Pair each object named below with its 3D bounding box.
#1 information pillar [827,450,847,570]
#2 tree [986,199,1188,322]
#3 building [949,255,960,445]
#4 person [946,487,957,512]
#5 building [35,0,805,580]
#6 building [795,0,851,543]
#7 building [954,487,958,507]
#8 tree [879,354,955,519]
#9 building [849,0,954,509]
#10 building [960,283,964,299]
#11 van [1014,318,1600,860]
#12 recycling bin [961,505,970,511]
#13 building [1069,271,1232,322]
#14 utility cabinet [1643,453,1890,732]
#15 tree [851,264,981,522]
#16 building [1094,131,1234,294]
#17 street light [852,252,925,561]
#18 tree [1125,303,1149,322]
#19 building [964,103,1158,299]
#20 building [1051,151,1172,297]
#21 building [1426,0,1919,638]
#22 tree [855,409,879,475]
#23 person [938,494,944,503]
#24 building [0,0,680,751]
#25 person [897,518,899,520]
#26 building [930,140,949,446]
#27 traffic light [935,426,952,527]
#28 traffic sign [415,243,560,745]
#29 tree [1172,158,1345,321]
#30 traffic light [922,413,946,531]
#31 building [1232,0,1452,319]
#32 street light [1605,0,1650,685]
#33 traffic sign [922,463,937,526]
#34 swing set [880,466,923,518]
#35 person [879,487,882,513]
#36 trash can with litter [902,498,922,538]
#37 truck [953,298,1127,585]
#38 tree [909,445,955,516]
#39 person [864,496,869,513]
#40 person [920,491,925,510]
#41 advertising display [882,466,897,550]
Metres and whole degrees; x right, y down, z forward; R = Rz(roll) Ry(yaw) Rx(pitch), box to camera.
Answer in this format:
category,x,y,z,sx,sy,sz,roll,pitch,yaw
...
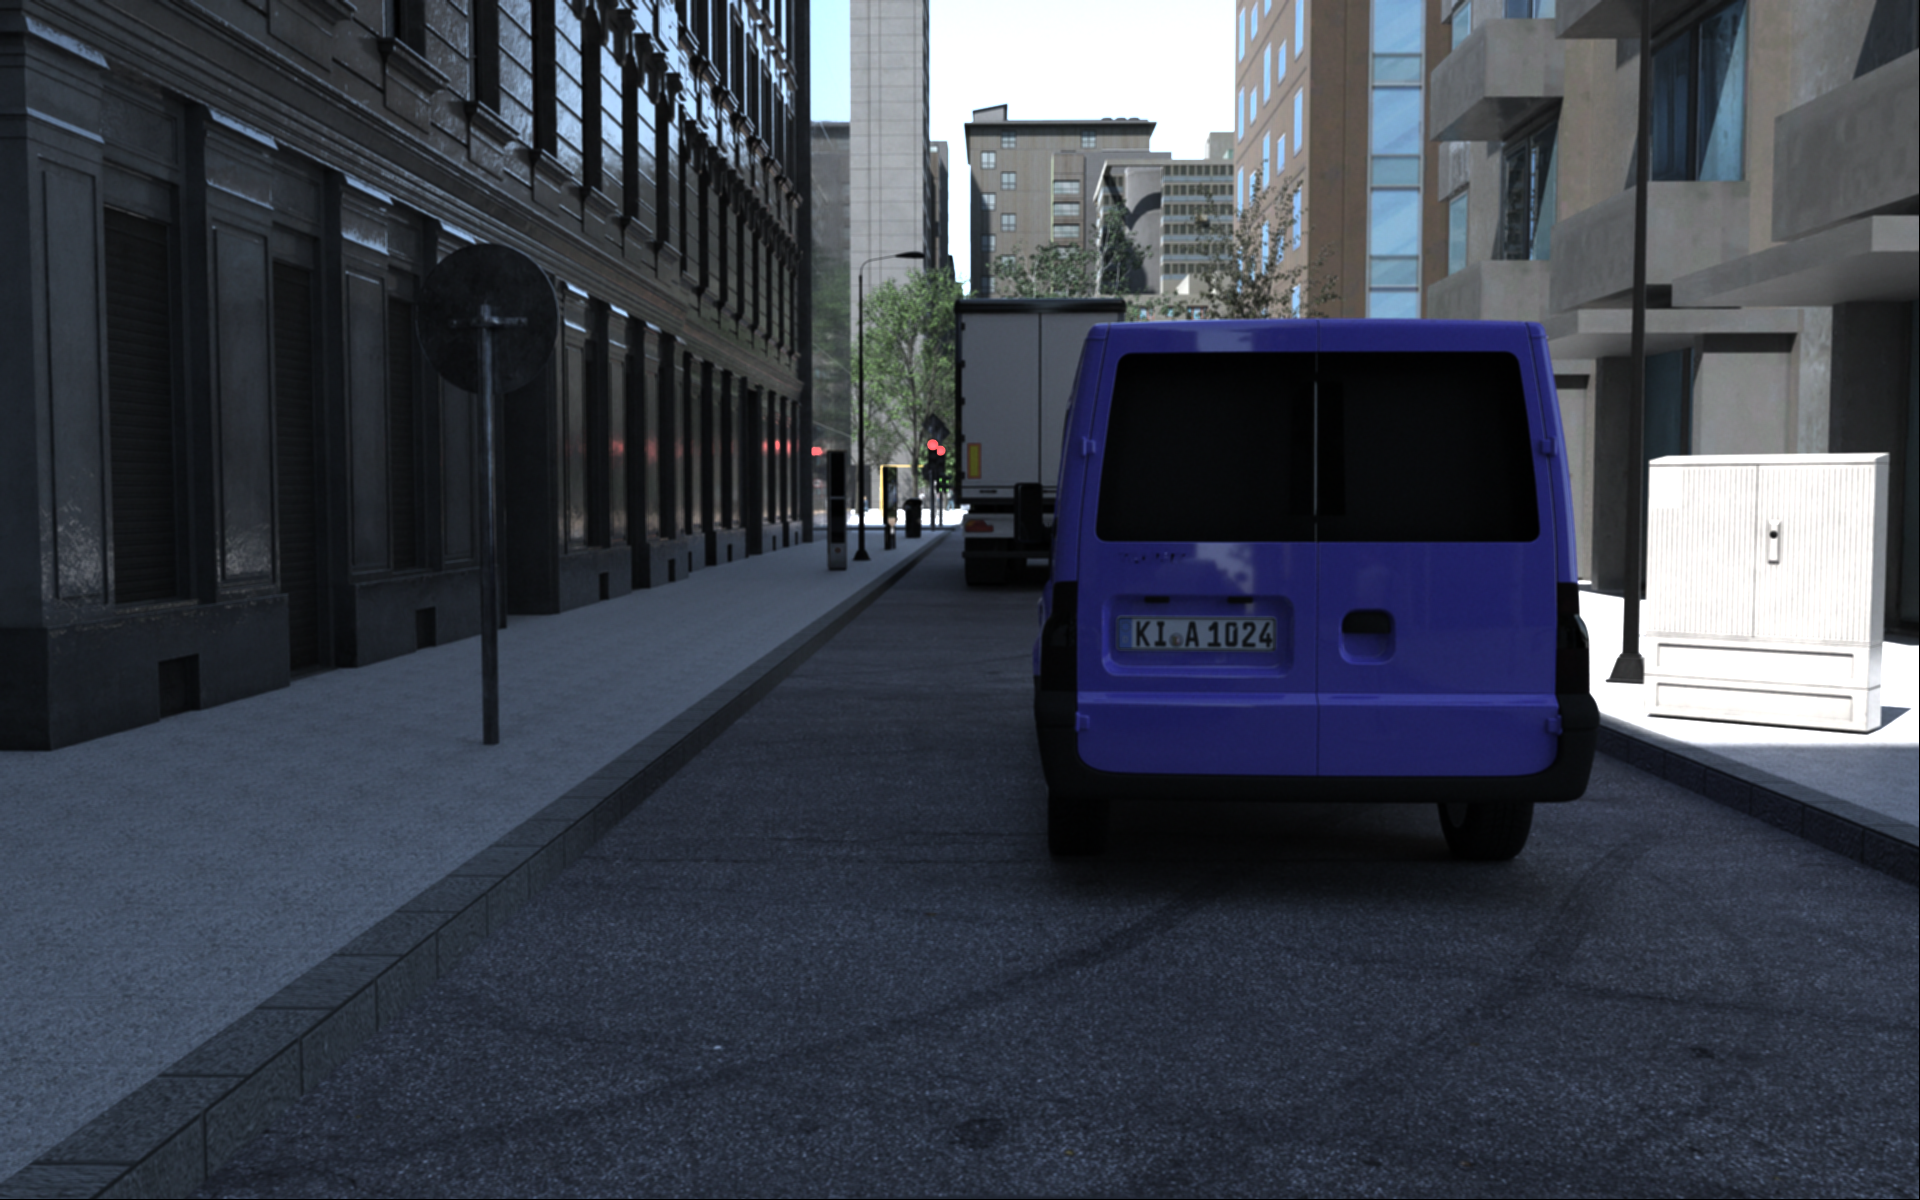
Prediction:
category,x,y,z,sx,sy,sz,roll,pitch,yaw
information pillar,-2.075,-1.510,29.176,0.304,2.012,0.304,-1,4,-10
tree,8.033,-15.685,112.340,12.611,20.169,13.585,0,3,0
building,-7.463,-26.796,209.815,14.107,30.474,14.160,0,4,1
person,-0.611,-6.981,120.170,0.713,1.824,0.794,0,4,-5
building,-8.936,-11.382,35.241,9.793,20.994,18.267,0,4,1
building,-13.684,-14.258,51.138,19.932,24.808,12.078,0,4,1
building,-16.478,-29.605,175.930,32.217,40.220,23.993,0,4,1
tree,-1.106,-8.517,89.621,4.360,8.622,3.978,0,3,0
building,-10.812,-43.691,152.595,20.563,71.187,20.611,0,4,1
building,-6.421,-28.399,236.030,14.107,30.474,14.160,0,4,1
van,1.353,-0.250,8.475,2.240,2.365,5.245,0,4,3
recycling bin,0.444,-7.376,133.145,0.722,1.027,0.722,0,4,-5
building,23.654,-19.528,164.327,27.650,21.520,28.899,0,4,1
utility cabinet,4.456,-0.058,9.629,1.173,1.500,0.318,3,5,41
tree,-1.980,-9.335,78.381,9.928,11.665,9.643,0,3,0
building,27.615,-30.473,190.122,32.217,40.220,23.993,0,4,1
street light,-1.365,-3.720,33.362,1.470,5.913,1.316,0,4,1
tree,7.546,-10.302,94.185,9.928,11.665,9.643,0,3,0
building,14.531,-39.924,241.996,27.495,52.752,28.713,0,4,1
building,18.009,-32.164,209.478,14.154,41.232,14.086,0,4,1
building,18.631,-24.441,19.222,23.786,49.044,30.456,0,4,1
tree,-6.231,-11.612,140.222,4.360,8.622,3.978,0,3,0
person,-1.615,-8.226,141.120,0.593,1.750,0.643,1,4,20
building,-9.020,-10.266,17.005,9.793,20.994,18.267,0,4,1
person,-3.040,-4.296,76.379,0.850,1.850,0.679,-3,5,-40
building,-8.427,-31.262,194.731,14.154,41.232,14.086,0,4,1
traffic light,-0.737,-4.841,68.065,0.839,4.253,0.868,0,4,1
traffic sign,-2.410,-0.533,8.822,0.768,2.556,0.104,0,4,8
tree,6.557,-5.430,39.150,4.360,8.622,3.978,0,3,0
traffic light,-0.912,-4.352,60.082,0.839,4.253,0.868,0,4,1
building,15.831,-24.438,49.675,14.600,45.320,14.200,0,4,1
street light,4.036,-2.393,11.667,1.470,5.913,1.316,0,4,1
traffic sign,-1.155,-4.221,69.114,0.768,2.556,0.104,1,4,8
swing set,-2.786,-5.976,95.335,3.119,2.851,2.862,0,4,-5
person,-5.355,-6.939,119.678,0.526,1.800,0.537,-1,4,-14
trash can with litter,-1.457,-2.422,50.983,0.624,1.170,1.055,-1,4,-11
truck,1.391,-2.540,30.446,2.839,4.237,11.283,0,4,3
tree,-1.347,-7.157,100.733,4.285,4.588,4.351,0,3,0
person,-6.500,-6.393,116.059,0.738,1.151,1.012,2,4,26
person,-3.044,-7.812,136.371,0.523,1.515,0.503,2,4,31
advertising display,-1.617,-2.132,40.069,0.123,1.923,0.974,1,4,11
